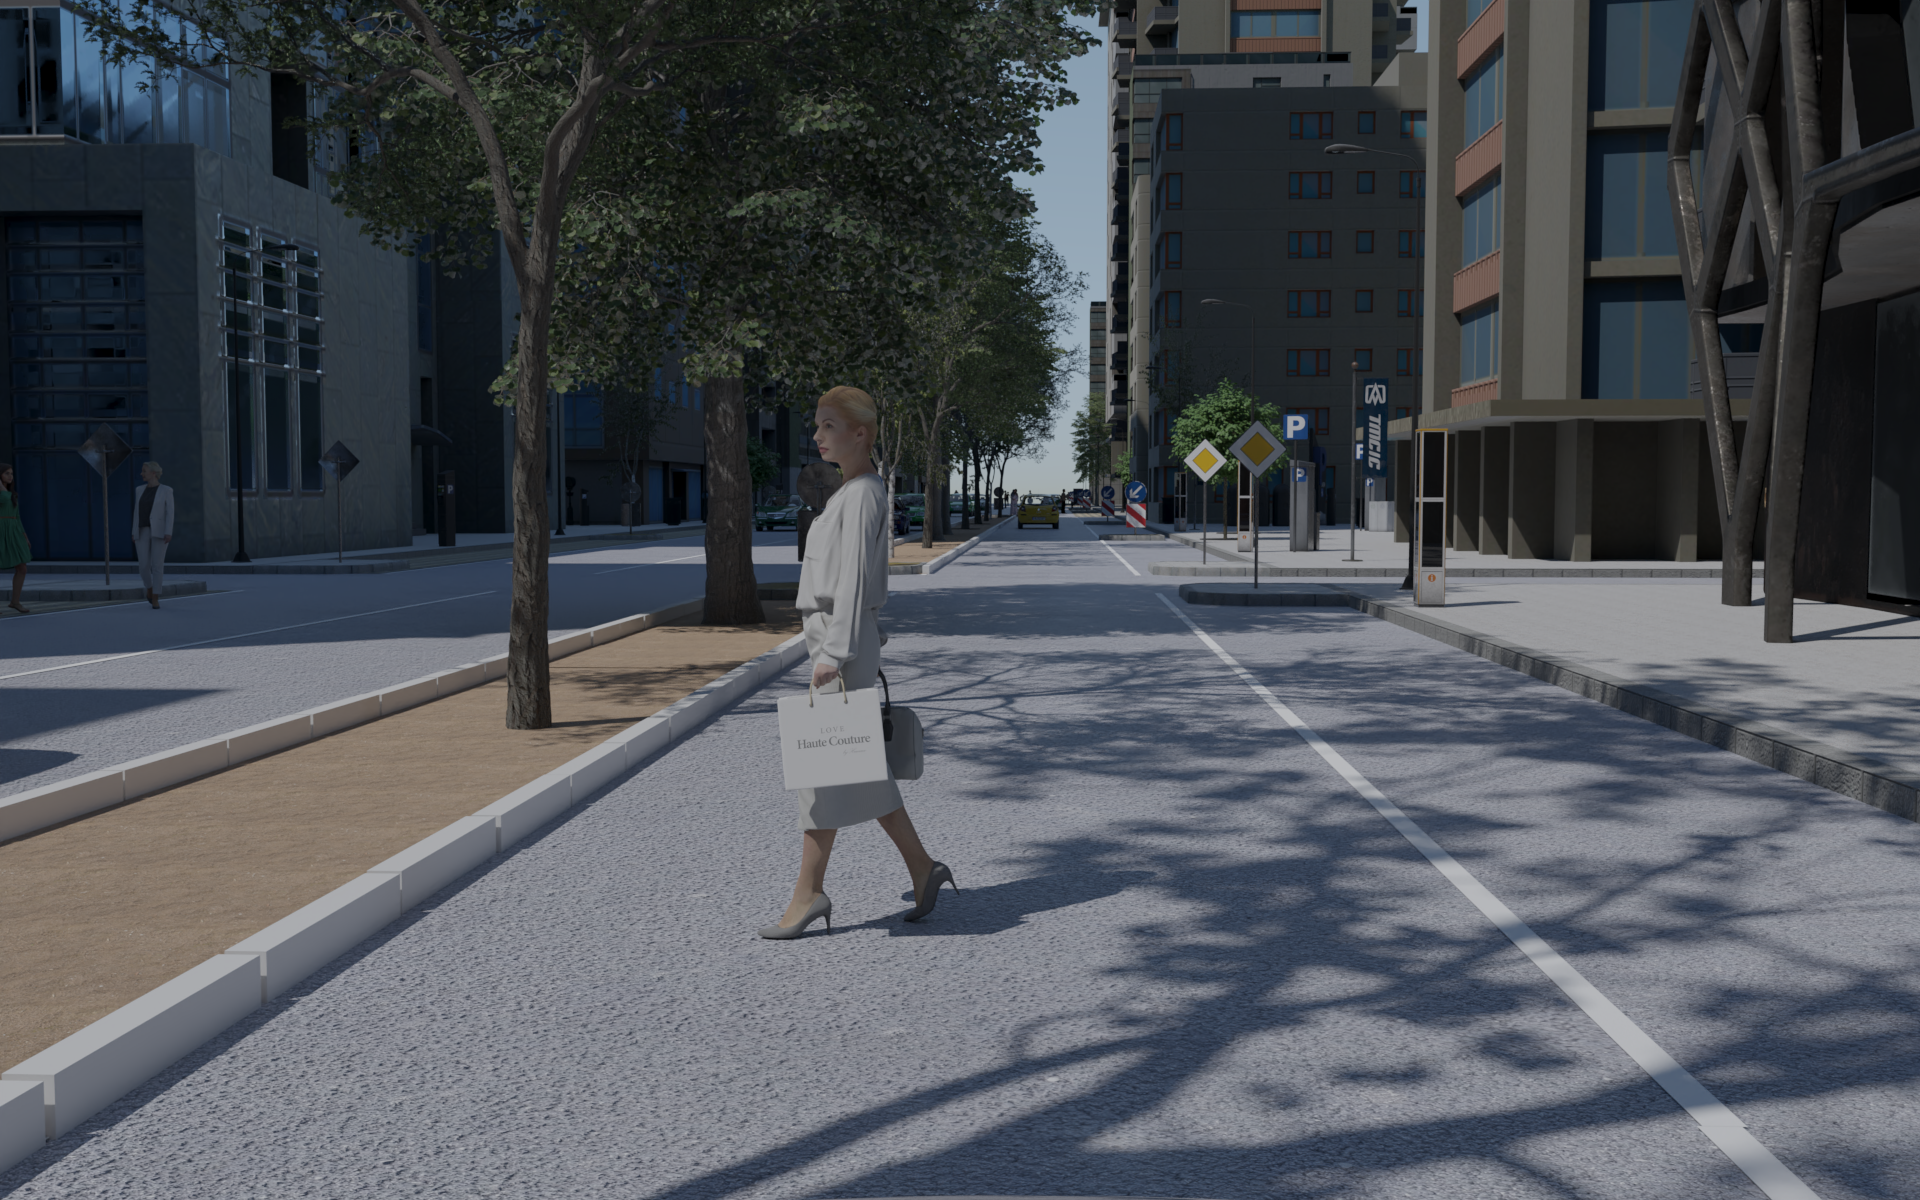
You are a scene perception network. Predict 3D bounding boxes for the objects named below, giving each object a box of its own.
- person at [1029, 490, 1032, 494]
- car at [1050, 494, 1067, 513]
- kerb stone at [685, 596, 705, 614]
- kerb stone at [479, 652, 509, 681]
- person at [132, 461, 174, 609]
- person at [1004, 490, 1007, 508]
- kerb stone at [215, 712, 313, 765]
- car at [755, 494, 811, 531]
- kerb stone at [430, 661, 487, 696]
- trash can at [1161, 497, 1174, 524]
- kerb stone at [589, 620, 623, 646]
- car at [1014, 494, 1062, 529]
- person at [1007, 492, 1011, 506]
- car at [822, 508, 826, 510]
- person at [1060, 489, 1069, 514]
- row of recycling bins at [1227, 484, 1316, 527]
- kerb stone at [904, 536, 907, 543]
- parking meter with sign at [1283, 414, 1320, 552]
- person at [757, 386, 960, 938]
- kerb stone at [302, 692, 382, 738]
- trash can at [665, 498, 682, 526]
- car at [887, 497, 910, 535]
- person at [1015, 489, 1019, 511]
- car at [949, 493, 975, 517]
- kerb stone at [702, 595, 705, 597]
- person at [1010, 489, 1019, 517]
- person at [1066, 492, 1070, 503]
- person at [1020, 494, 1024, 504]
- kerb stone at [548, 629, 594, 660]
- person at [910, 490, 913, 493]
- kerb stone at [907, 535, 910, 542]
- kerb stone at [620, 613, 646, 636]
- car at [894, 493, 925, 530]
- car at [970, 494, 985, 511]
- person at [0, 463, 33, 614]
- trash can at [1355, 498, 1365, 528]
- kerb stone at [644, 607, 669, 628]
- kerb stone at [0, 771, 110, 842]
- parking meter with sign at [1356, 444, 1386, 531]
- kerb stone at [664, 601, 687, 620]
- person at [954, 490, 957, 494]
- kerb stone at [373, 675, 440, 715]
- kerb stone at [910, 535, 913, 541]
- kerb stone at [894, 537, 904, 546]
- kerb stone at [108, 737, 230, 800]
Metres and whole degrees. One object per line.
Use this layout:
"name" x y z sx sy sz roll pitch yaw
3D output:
"person" 6.702 -9.626 165.964 0.705 1.814 1.350 -3 5 -44
"car" 7.112 -7.411 132.974 2.131 1.459 4.920 0 4 4
"kerb stone" -3.262 0.093 20.825 0.120 0.150 1.000 0 4 3
"kerb stone" -3.638 0.525 13.669 0.120 0.150 1.000 0 4 3
"person" -10.181 -0.825 21.867 0.514 1.842 0.818 -1 4 -19
"person" 4.528 -10.140 174.309 0.705 1.822 1.348 0 4 -2
"kerb stone" -3.860 0.772 9.569 0.120 0.150 1.000 0 4 3
"car" -6.887 -3.439 68.020 2.131 1.459 4.920 0 4 2
"kerb stone" -3.691 0.585 12.638 0.120 0.150 1.000 0 4 3
"trash can" 8.943 -3.812 73.983 0.748 1.137 0.748 0 3 0
"kerb stone" -3.468 0.334 16.731 0.120 0.150 1.000 0 4 3
"car" 3.251 -3.797 72.303 2.015 1.641 3.980 0 4 1
"person" 5.659 -12.112 207.360 0.721 1.723 1.217 3 5 42
"car" -5.640 -4.396 81.469 1.945 1.707 3.694 0 4 2
"person" 7.594 -7.196 126.165 0.705 1.823 1.348 -1 4 -22
"row of recycling bins" 12.392 -3.778 68.876 3.534 1.692 1.069 0 4 -4
"kerb stone" -1.695 -1.703 50.034 0.120 0.150 1.000 0 4 3
"parking meter with sign" 7.689 -2.599 38.759 0.543 3.016 1.738 2 4 23
"person" -0.326 0.197 5.633 0.624 1.780 0.694 0 4 7
"kerb stone" -3.803 0.709 10.597 0.120 0.150 1.000 0 4 3
"trash can" -11.664 -3.596 70.455 0.748 1.137 0.748 0 3 0
"car" -2.726 -3.004 61.701 1.945 1.354 3.894 0 4 2
"person" 4.051 -7.234 126.715 0.705 1.831 1.348 -1 4 -20
"car" -0.018 -6.215 110.403 1.959 1.807 4.718 0 4 3
"kerb stone" -3.204 0.021 21.852 0.120 0.150 1.000 0 4 3
"person" 3.413 -6.117 109.185 0.621 1.740 0.551 3 4 37
"person" 15.297 -14.355 243.735 0.617 1.759 0.750 3 5 39
"person" 8.801 -14.272 245.029 0.628 1.438 0.799 3 5 39
"kerb stone" -3.540 0.399 15.711 0.120 0.150 1.000 0 4 3
"person" -3.764 -7.890 138.291 0.721 1.735 1.217 -3 4 -37
"kerb stone" -1.645 -1.762 51.055 0.120 0.150 1.000 0 4 3
"kerb stone" -3.419 0.273 17.757 0.120 0.150 1.000 0 4 3
"car" -2.040 -3.640 68.315 1.959 1.807 4.718 0 4 2
"car" 1.290 -7.183 129.239 2.131 1.459 4.920 0 4 1
"person" -11.365 -0.724 20.588 0.529 1.795 0.600 0 4 2
"trash can" 15.416 -3.326 66.039 0.748 1.137 0.748 0 3 0
"kerb stone" -3.356 0.209 18.777 0.120 0.150 1.000 0 4 3
"kerb stone" -3.963 0.897 7.528 0.120 0.150 1.000 0 4 3
"parking meter with sign" 14.497 -3.918 60.323 1.738 3.016 0.543 -3 5 -39
"kerb stone" -3.318 0.146 19.803 0.120 0.150 1.000 0 4 3
"person" -0.332 -9.278 160.328 0.705 1.807 1.348 3 5 42
"kerb stone" -3.744 0.650 11.618 0.120 0.150 1.000 0 4 3
"kerb stone" -1.593 -1.827 52.076 0.120 0.150 1.000 0 4 3
"kerb stone" -1.752 -1.640 49.014 0.120 0.150 1.000 0 4 3
"kerb stone" -3.913 0.835 8.549 0.120 0.150 1.000 0 4 3
